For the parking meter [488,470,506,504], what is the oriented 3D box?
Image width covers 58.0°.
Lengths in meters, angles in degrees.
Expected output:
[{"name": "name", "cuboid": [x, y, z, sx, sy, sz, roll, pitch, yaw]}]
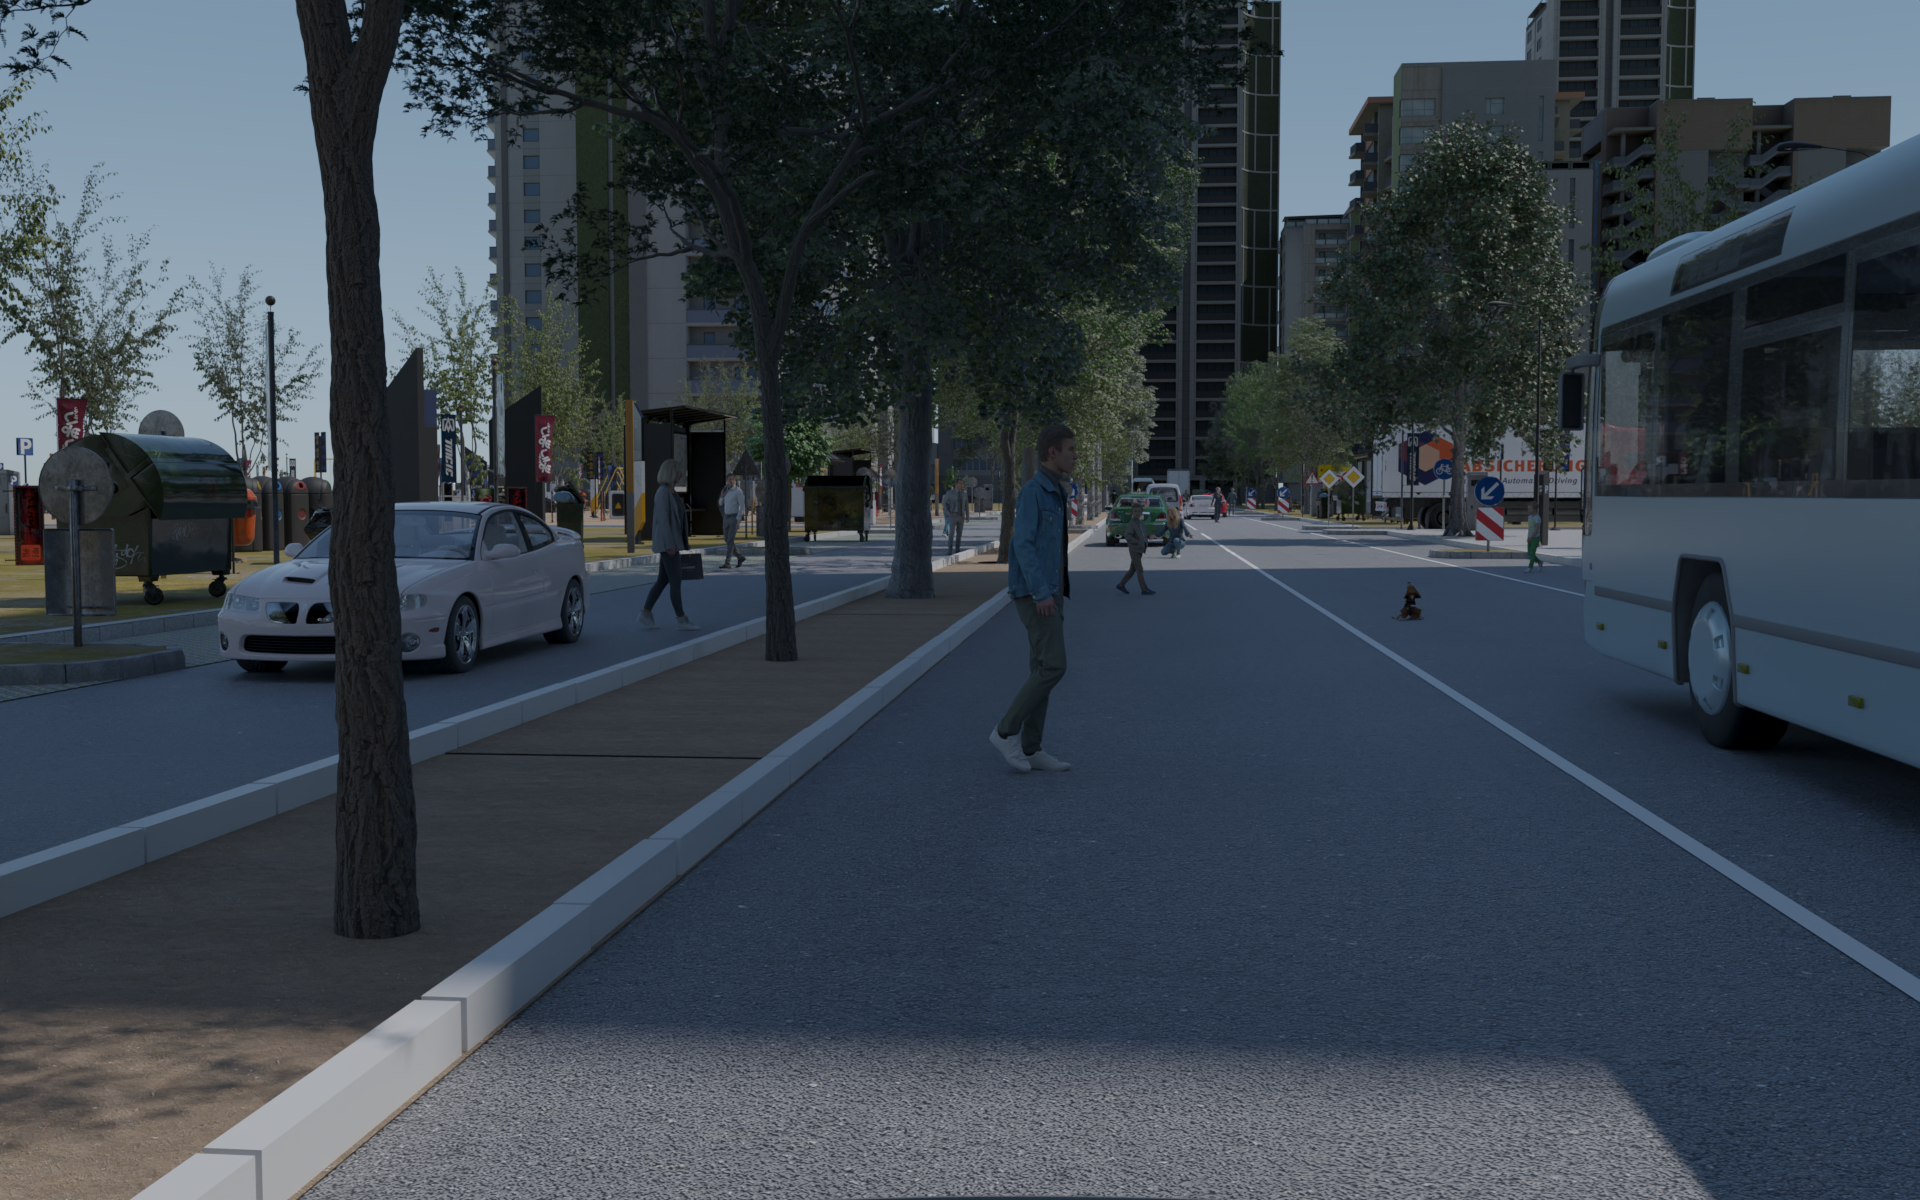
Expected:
[{"name": "parking meter", "cuboid": [-11.133, -2.197, 41.639, 0.399, 1.863, 0.255, 3, 4, 38]}]

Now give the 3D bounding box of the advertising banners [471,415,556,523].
[{"name": "advertising banners", "cuboid": [-9.714, -2.546, 37.822, 2.074, 3.025, 0.090, -3, 5, -43]}]

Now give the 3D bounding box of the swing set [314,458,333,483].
[{"name": "swing set", "cuboid": [-26.706, -4.803, 76.152, 3.119, 2.851, 2.862, -1, 4, -17]}]

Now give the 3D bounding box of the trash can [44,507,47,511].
[{"name": "trash can", "cuboid": [-60.846, -6.356, 115.580, 0.748, 1.137, 0.748, 0, 3, 0]}]

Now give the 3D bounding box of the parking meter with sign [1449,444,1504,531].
[{"name": "parking meter with sign", "cuboid": [18.082, -3.940, 60.674, 1.738, 3.016, 0.543, 0, 4, 8]}]

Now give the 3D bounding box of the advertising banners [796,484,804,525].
[{"name": "advertising banners", "cuboid": [-6.176, -4.689, 72.847, 2.074, 3.025, 0.090, -3, 5, -41]}]

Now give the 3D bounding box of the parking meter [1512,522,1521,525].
[{"name": "parking meter", "cuboid": [23.343, -3.925, 72.592, 0.372, 1.533, 0.369, 0, 3, 0]}]

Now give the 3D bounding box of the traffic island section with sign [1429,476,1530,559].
[{"name": "traffic island section with sign", "cuboid": [11.702, -1.866, 39.145, 1.989, 1.847, 2.006, 0, 4, 6]}]

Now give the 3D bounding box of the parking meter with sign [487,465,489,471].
[{"name": "parking meter with sign", "cuboid": [-28.156, -6.477, 102.156, 0.543, 3.016, 1.738, 1, 4, 12]}]

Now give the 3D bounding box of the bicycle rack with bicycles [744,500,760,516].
[{"name": "bicycle rack with bicycles", "cuboid": [-12.836, -5.304, 100.101, 2.925, 0.926, 2.852, -1, 4, -15]}]

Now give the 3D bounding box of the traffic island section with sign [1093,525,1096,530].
[{"name": "traffic island section with sign", "cuboid": [4.506, -3.813, 70.480, 2.006, 1.907, 1.989, 0, 4, 6]}]

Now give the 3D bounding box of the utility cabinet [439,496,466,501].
[{"name": "utility cabinet", "cuboid": [-18.741, -3.226, 63.901, 1.020, 1.237, 0.306, -3, 5, -43]}]

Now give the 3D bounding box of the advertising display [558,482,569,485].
[{"name": "advertising display", "cuboid": [-21.823, -5.513, 95.356, 0.123, 1.923, 0.974, 3, 4, 36]}]

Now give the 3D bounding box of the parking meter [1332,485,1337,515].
[{"name": "parking meter", "cuboid": [23.002, -6.137, 106.052, 0.399, 1.863, 0.255, 3, 5, 40]}]

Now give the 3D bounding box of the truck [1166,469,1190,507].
[{"name": "truck", "cuboid": [24.868, -12.747, 197.328, 2.839, 4.237, 11.283, 0, 4, 7]}]

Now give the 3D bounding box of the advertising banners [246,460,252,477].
[{"name": "advertising banners", "cuboid": [-36.633, -5.626, 88.168, 0.090, 3.025, 2.074, 1, 4, 12]}]

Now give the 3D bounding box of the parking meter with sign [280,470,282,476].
[{"name": "parking meter with sign", "cuboid": [-48.214, -7.898, 125.396, 1.738, 3.016, 0.543, -1, 4, -9]}]

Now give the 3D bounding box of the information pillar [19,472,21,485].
[{"name": "information pillar", "cuboid": [-31.800, -3.293, 58.328, 0.304, 2.012, 0.304, -1, 4, -23]}]

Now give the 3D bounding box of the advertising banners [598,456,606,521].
[{"name": "advertising banners", "cuboid": [-16.853, -5.217, 81.493, 0.090, 3.025, 2.074, 0, 4, -3]}]

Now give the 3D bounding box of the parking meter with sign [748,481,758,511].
[{"name": "parking meter with sign", "cuboid": [-15.569, -8.217, 130.600, 0.543, 3.016, 1.738, 1, 4, 9]}]

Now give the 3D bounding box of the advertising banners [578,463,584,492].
[{"name": "advertising banners", "cuboid": [-22.947, -6.510, 102.627, 0.090, 3.025, 2.074, 2, 4, 27]}]

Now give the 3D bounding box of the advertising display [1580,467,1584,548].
[{"name": "advertising display", "cuboid": [15.062, -2.195, 41.096, 0.123, 1.923, 0.974, -1, 4, -15]}]

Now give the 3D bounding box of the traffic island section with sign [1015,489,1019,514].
[{"name": "traffic island section with sign", "cuboid": [3.914, -6.978, 122.721, 1.989, 1.847, 2.006, 0, 4, 6]}]

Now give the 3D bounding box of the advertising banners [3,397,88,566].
[{"name": "advertising banners", "cuboid": [-16.738, -2.132, 31.039, 2.074, 3.025, 0.090, -2, 4, -29]}]

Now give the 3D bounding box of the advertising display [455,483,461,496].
[{"name": "advertising display", "cuboid": [-28.764, -5.768, 99.519, 0.123, 1.923, 0.974, -3, 4, -37]}]

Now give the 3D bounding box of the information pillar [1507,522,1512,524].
[{"name": "information pillar", "cuboid": [23.908, -4.307, 74.904, 0.304, 2.012, 0.304, -1, 4, -15]}]

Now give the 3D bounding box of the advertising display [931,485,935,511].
[{"name": "advertising display", "cuboid": [-2.495, -8.309, 141.067, 0.974, 1.923, 0.123, -2, 4, -32]}]

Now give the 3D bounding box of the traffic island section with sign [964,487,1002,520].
[{"name": "traffic island section with sign", "cuboid": [1.123, -5.338, 95.911, 1.989, 1.847, 2.006, 0, 4, 6]}]

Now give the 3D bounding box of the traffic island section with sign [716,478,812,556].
[{"name": "traffic island section with sign", "cuboid": [-4.580, -1.979, 40.980, 1.989, 1.847, 2.006, 0, 4, 6]}]

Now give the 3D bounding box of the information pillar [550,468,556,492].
[{"name": "information pillar", "cuboid": [-32.684, -9.031, 139.015, 0.504, 3.616, 0.183, 0, 3, 0]}]

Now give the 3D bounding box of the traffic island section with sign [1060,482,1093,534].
[{"name": "traffic island section with sign", "cuboid": [3.732, -3.362, 63.113, 2.006, 1.907, 1.989, 0, 4, 6]}]

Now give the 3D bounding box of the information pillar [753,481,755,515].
[{"name": "information pillar", "cuboid": [-12.941, -7.176, 108.679, 0.183, 3.616, 0.504, -1, 4, -12]}]

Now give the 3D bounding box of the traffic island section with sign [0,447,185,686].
[{"name": "traffic island section with sign", "cuboid": [-7.390, -0.317, 13.803, 1.989, 1.847, 2.006, 0, 4, 6]}]

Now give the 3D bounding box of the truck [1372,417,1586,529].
[{"name": "truck", "cuboid": [21.250, -4.627, 64.568, 11.283, 4.237, 2.839, 0, 4, 5]}]

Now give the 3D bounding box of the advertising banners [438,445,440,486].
[{"name": "advertising banners", "cuboid": [-18.987, -3.984, 61.333, 2.074, 3.025, 0.090, 3, 5, 39]}]

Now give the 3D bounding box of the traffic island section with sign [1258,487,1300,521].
[{"name": "traffic island section with sign", "cuboid": [17.412, -5.235, 94.217, 1.989, 1.847, 2.006, 0, 4, 6]}]

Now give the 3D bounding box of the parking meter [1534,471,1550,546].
[{"name": "parking meter", "cuboid": [14.455, -2.286, 43.085, 0.255, 1.863, 0.399, 3, 5, 44]}]

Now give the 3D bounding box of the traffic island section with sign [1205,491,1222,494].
[{"name": "traffic island section with sign", "cuboid": [25.428, -9.958, 171.443, 1.989, 1.847, 2.006, 0, 4, 6]}]

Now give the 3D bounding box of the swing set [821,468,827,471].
[{"name": "swing set", "cuboid": [-8.405, -6.606, 105.620, 2.862, 2.851, 3.119, 0, 4, 3]}]

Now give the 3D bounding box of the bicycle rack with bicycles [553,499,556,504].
[{"name": "bicycle rack with bicycles", "cuboid": [-30.079, -7.055, 128.724, 2.925, 0.926, 2.852, 1, 4, 20]}]

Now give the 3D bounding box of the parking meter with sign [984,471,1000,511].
[{"name": "parking meter with sign", "cuboid": [2.175, -8.374, 133.172, 1.738, 3.016, 0.543, 0, 4, 5]}]

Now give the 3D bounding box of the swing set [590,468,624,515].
[{"name": "swing set", "cuboid": [-20.102, -6.471, 103.429, 2.862, 2.851, 3.119, 0, 4, 2]}]

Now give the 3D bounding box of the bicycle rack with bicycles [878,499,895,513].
[{"name": "bicycle rack with bicycles", "cuboid": [-5.514, -6.247, 115.524, 2.852, 0.926, 2.925, 3, 4, 37]}]

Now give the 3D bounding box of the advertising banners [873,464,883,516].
[{"name": "advertising banners", "cuboid": [-4.790, -6.289, 99.009, 0.090, 3.025, 2.074, 1, 4, 18]}]

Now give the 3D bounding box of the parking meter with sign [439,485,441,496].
[{"name": "parking meter with sign", "cuboid": [-44.148, -9.278, 147.952, 1.738, 3.016, 0.543, -1, 4, -17]}]

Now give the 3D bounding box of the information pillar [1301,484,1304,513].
[{"name": "information pillar", "cuboid": [23.276, -6.892, 117.177, 0.304, 2.012, 0.304, 3, 5, 42]}]

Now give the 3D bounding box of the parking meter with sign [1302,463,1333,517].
[{"name": "parking meter with sign", "cuboid": [20.117, -6.186, 97.396, 1.738, 3.016, 0.543, 1, 4, 14]}]

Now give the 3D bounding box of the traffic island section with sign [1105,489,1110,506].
[{"name": "traffic island section with sign", "cuboid": [12.255, -8.384, 145.219, 2.006, 1.907, 1.989, 0, 4, 6]}]

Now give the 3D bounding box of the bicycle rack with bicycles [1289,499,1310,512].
[{"name": "bicycle rack with bicycles", "cuboid": [27.459, -7.711, 139.456, 2.925, 0.926, 2.852, 0, 4, -4]}]

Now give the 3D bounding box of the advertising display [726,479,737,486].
[{"name": "advertising display", "cuboid": [-9.907, -4.157, 73.187, 0.974, 1.923, 0.123, -1, 4, -13]}]

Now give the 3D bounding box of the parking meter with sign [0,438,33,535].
[{"name": "parking meter with sign", "cuboid": [-29.717, -3.529, 53.961, 1.738, 3.016, 0.543, 1, 4, 21]}]

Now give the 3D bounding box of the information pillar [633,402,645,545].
[{"name": "information pillar", "cuboid": [-8.146, -3.217, 43.949, 0.183, 3.616, 0.504, -2, 4, -35]}]

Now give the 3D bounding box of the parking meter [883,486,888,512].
[{"name": "parking meter", "cuboid": [-5.235, -7.141, 122.459, 0.255, 1.863, 0.399, -2, 4, -34]}]

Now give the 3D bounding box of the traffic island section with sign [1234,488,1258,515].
[{"name": "traffic island section with sign", "cuboid": [20.200, -6.875, 121.028, 1.989, 1.847, 2.006, 0, 4, 6]}]

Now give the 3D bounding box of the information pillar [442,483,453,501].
[{"name": "information pillar", "cuboid": [-15.365, -2.903, 51.949, 0.304, 2.012, 0.304, -1, 4, -21]}]

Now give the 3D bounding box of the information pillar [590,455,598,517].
[{"name": "information pillar", "cuboid": [-20.370, -6.420, 96.327, 0.504, 3.616, 0.183, 2, 4, 34]}]
